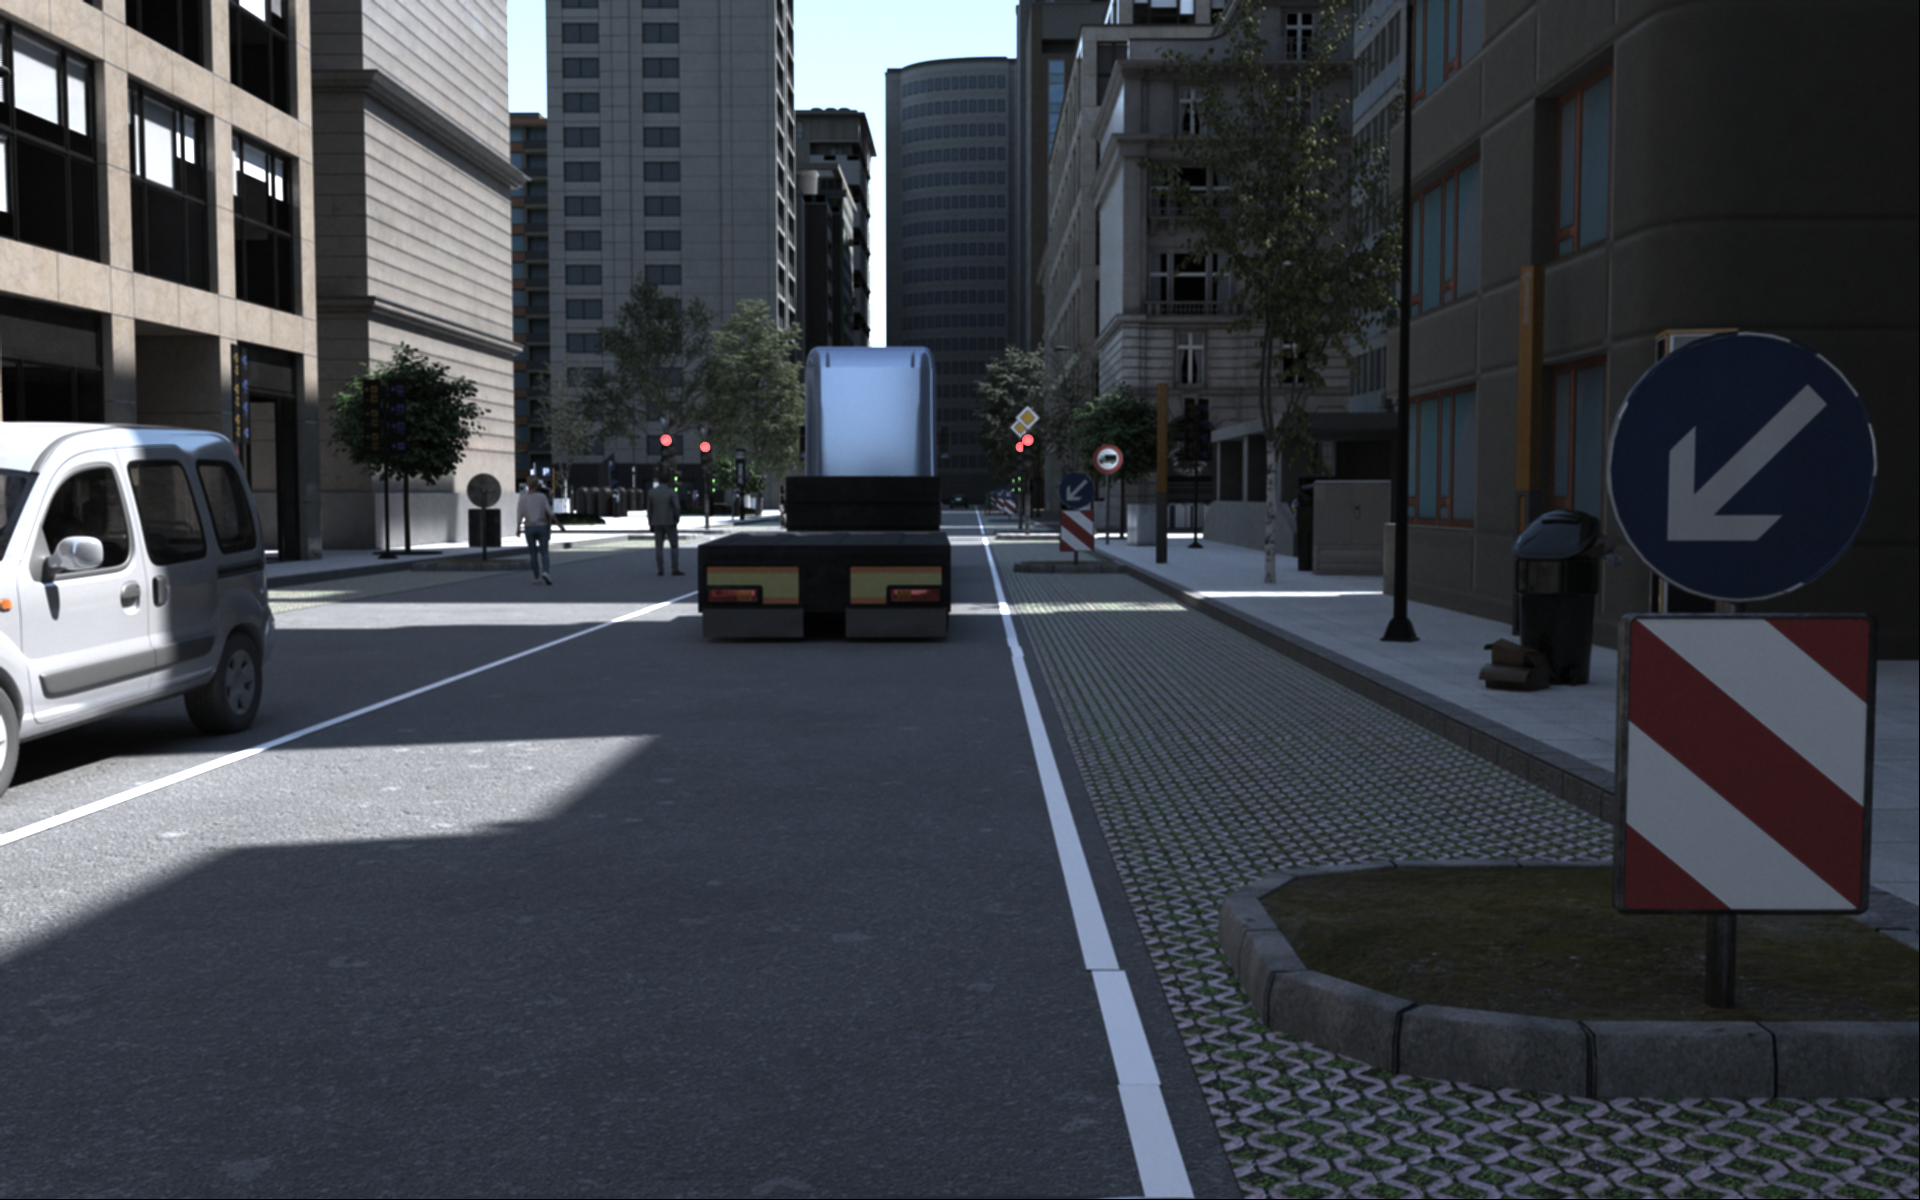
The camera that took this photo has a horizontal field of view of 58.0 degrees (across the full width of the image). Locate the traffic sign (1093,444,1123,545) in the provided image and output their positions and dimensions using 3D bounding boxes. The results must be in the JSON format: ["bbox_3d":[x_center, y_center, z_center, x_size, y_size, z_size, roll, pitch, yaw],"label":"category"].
[{"bbox_3d":[3.752,-2.684,43.987,0.768,2.556,0.104,0,4,5],"label":"traffic sign"}]

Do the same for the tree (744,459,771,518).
[{"bbox_3d":[-11.355,-6.098,94.298,1.663,3.219,1.824,0,3,0],"label":"tree"}]

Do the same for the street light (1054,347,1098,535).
[{"bbox_3d":[3.654,-5.028,54.752,1.470,5.913,1.316,0,4,0],"label":"street light"}]

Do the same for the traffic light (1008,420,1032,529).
[{"bbox_3d":[2.177,-4.522,62.853,0.839,4.253,0.868,0,4,0],"label":"traffic light"}]

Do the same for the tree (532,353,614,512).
[{"bbox_3d":[-20.546,-8.589,90.800,4.360,8.622,3.978,0,3,0],"label":"tree"}]

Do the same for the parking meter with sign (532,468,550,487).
[{"bbox_3d":[-27.637,-7.245,114.709,0.543,3.016,1.738,-2,4,-29],"label":"parking meter with sign"}]

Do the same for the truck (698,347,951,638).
[{"bbox_3d":[-1.503,-2.208,25.859,2.967,4.110,18.799,0,4,-1],"label":"truck"}]

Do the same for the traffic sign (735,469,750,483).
[{"bbox_3d":[-10.752,-5.228,85.583,0.768,2.556,0.104,1,4,8],"label":"traffic sign"}]

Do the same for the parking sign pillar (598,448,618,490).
[{"bbox_3d":[-20.162,-6.878,100.921,1.447,3.967,1.447,-1,4,-15],"label":"parking sign pillar"}]

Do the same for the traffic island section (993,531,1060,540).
[{"bbox_3d":[2.160,-2.000,54.982,2.009,0.180,2.903,0,4,0],"label":"traffic island section"}]

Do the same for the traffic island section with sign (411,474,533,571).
[{"bbox_3d":[-9.114,-1.479,32.811,1.989,1.847,2.006,0,4,0],"label":"traffic island section with sign"}]

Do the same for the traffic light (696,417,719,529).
[{"bbox_3d":[-9.184,-4.526,62.917,0.839,4.253,0.868,0,4,0],"label":"traffic light"}]

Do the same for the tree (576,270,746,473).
[{"bbox_3d":[-12.643,-8.478,73.029,7.601,10.594,8.767,-1,4,-15],"label":"tree"}]

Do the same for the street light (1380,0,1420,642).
[{"bbox_3d":[3.318,-2.598,15.022,1.470,5.913,1.316,0,4,0],"label":"street light"}]

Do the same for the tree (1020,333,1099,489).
[{"bbox_3d":[4.856,-7.832,78.407,4.360,8.622,3.978,0,3,0],"label":"tree"}]

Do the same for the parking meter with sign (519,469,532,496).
[{"bbox_3d":[-30.615,-7.681,121.842,1.738,3.016,0.543,2,4,34],"label":"parking meter with sign"}]

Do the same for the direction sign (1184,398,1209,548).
[{"bbox_3d":[5.614,-3.008,41.184,0.876,3.537,0.379,-3,5,-44],"label":"direction sign"}]

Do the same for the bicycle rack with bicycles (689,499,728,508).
[{"bbox_3d":[-17.884,-6.682,122.638,2.925,0.926,2.852,-3,4,-37],"label":"bicycle rack with bicycles"}]

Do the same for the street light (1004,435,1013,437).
[{"bbox_3d":[4.211,-10.063,137.074,1.470,5.913,1.316,0,4,0],"label":"street light"}]

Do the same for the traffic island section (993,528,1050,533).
[{"bbox_3d":[2.217,-2.488,62.967,2.009,0.180,2.903,0,4,0],"label":"traffic island section"}]

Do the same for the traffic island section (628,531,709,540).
[{"bbox_3d":[-9.281,-2.005,55.068,2.009,0.180,2.903,0,4,0],"label":"traffic island section"}]

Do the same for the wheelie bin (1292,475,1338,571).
[{"bbox_3d":[6.014,-1.291,29.018,0.980,1.594,0.693,1,4,21],"label":"wheelie bin"}]

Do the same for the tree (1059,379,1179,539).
[{"bbox_3d":[4.581,-4.042,49.794,4.285,4.588,4.351,0,3,0],"label":"tree"}]

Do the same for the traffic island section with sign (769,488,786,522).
[{"bbox_3d":[-8.713,-4.904,88.814,1.989,1.847,2.006,0,4,0],"label":"traffic island section with sign"}]

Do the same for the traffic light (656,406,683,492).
[{"bbox_3d":[-9.241,-4.037,54.933,0.839,4.253,0.868,0,4,0],"label":"traffic light"}]

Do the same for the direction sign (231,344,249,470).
[{"bbox_3d":[-11.030,-2.116,26.599,0.379,3.537,0.876,-1,4,-9],"label":"direction sign"}]

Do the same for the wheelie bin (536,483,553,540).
[{"bbox_3d":[-11.660,-2.462,48.156,0.693,1.594,0.980,-1,4,-18],"label":"wheelie bin"}]

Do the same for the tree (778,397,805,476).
[{"bbox_3d":[-11.522,-10.781,126.630,4.737,8.622,4.395,0,3,0],"label":"tree"}]

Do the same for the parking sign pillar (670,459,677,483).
[{"bbox_3d":[-21.974,-8.758,131.669,1.447,3.967,1.447,1,4,15],"label":"parking sign pillar"}]

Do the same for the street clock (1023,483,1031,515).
[{"bbox_3d":[4.073,-6.358,108.519,0.358,2.002,0.471,1,4,11],"label":"street clock"}]

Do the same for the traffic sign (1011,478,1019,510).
[{"bbox_3d":[4.413,-8.318,136.110,0.768,2.556,0.104,0,4,7],"label":"traffic sign"}]

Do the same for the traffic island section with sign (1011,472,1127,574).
[{"bbox_3d":[2.000,-1.428,31.975,1.989,1.847,2.006,0,4,0],"label":"traffic island section with sign"}]

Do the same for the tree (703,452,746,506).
[{"bbox_3d":[-17.659,-8.945,129.964,4.285,4.588,4.351,0,3,0],"label":"tree"}]

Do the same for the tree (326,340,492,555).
[{"bbox_3d":[-11.780,-3.265,37.095,4.285,4.588,4.351,0,3,0],"label":"tree"}]

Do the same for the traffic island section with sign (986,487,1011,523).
[{"bbox_3d":[2.394,-4.828,87.565,1.989,1.847,2.006,0,4,0],"label":"traffic island section with sign"}]

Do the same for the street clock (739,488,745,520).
[{"bbox_3d":[-10.726,-4.933,85.228,0.358,2.002,0.471,0,4,4],"label":"street clock"}]

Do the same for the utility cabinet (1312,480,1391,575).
[{"bbox_3d":[6.200,-1.146,27.424,1.173,1.500,0.318,1,4,19],"label":"utility cabinet"}]

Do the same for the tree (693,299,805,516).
[{"bbox_3d":[-12.089,-11.208,101.377,7.486,12.596,7.792,0,3,0],"label":"tree"}]

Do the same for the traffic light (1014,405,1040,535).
[{"bbox_3d":[2.120,-4.033,54.868,0.839,4.253,0.868,0,4,0],"label":"traffic light"}]

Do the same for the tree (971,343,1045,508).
[{"bbox_3d":[5.549,-14.562,144.742,9.857,13.997,8.962,0,3,0],"label":"tree"}]

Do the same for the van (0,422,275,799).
[{"bbox_3d":[-5.172,-0.126,9.074,2.013,2.044,4.112,0,4,2],"label":"van"}]

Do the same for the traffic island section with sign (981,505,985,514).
[{"bbox_3d":[2.595,-6.517,115.173,1.989,1.847,2.006,0,4,0],"label":"traffic island section with sign"}]

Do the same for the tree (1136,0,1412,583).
[{"bbox_3d":[4.706,-4.544,24.665,4.737,8.622,4.395,0,3,0],"label":"tree"}]

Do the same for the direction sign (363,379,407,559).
[{"bbox_3d":[-11.378,-2.589,34.332,0.876,3.537,0.379,0,4,7],"label":"direction sign"}]

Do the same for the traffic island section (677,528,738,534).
[{"bbox_3d":[-9.224,-2.494,63.052,2.009,0.180,2.903,0,4,0],"label":"traffic island section"}]

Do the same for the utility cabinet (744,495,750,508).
[{"bbox_3d":[-15.065,-6.813,122.551,0.306,1.237,1.020,0,4,-1],"label":"utility cabinet"}]

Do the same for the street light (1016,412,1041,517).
[{"bbox_3d":[3.865,-7.650,97.620,1.470,5.913,1.316,0,4,0],"label":"street light"}]

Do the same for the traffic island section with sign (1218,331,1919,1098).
[{"bbox_3d":[1.812,0.221,5.021,1.989,1.847,2.006,0,4,0],"label":"traffic island section with sign"}]

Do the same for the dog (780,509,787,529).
[{"bbox_3d":[-7.134,-3.336,71.380,0.800,0.831,0.513,-2,4,-32],"label":"dog"}]

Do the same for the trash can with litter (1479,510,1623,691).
[{"bbox_3d":[3.938,-0.012,11.581,0.624,1.170,1.055,3,5,42],"label":"trash can with litter"}]

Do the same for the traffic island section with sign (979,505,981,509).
[{"bbox_3d":[2.948,-9.584,165.328,1.989,1.847,2.006,0,4,0],"label":"traffic island section with sign"}]

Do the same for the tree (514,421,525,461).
[{"bbox_3d":[-36.112,-11.256,134.395,4.737,8.622,4.395,0,3,0],"label":"tree"}]
